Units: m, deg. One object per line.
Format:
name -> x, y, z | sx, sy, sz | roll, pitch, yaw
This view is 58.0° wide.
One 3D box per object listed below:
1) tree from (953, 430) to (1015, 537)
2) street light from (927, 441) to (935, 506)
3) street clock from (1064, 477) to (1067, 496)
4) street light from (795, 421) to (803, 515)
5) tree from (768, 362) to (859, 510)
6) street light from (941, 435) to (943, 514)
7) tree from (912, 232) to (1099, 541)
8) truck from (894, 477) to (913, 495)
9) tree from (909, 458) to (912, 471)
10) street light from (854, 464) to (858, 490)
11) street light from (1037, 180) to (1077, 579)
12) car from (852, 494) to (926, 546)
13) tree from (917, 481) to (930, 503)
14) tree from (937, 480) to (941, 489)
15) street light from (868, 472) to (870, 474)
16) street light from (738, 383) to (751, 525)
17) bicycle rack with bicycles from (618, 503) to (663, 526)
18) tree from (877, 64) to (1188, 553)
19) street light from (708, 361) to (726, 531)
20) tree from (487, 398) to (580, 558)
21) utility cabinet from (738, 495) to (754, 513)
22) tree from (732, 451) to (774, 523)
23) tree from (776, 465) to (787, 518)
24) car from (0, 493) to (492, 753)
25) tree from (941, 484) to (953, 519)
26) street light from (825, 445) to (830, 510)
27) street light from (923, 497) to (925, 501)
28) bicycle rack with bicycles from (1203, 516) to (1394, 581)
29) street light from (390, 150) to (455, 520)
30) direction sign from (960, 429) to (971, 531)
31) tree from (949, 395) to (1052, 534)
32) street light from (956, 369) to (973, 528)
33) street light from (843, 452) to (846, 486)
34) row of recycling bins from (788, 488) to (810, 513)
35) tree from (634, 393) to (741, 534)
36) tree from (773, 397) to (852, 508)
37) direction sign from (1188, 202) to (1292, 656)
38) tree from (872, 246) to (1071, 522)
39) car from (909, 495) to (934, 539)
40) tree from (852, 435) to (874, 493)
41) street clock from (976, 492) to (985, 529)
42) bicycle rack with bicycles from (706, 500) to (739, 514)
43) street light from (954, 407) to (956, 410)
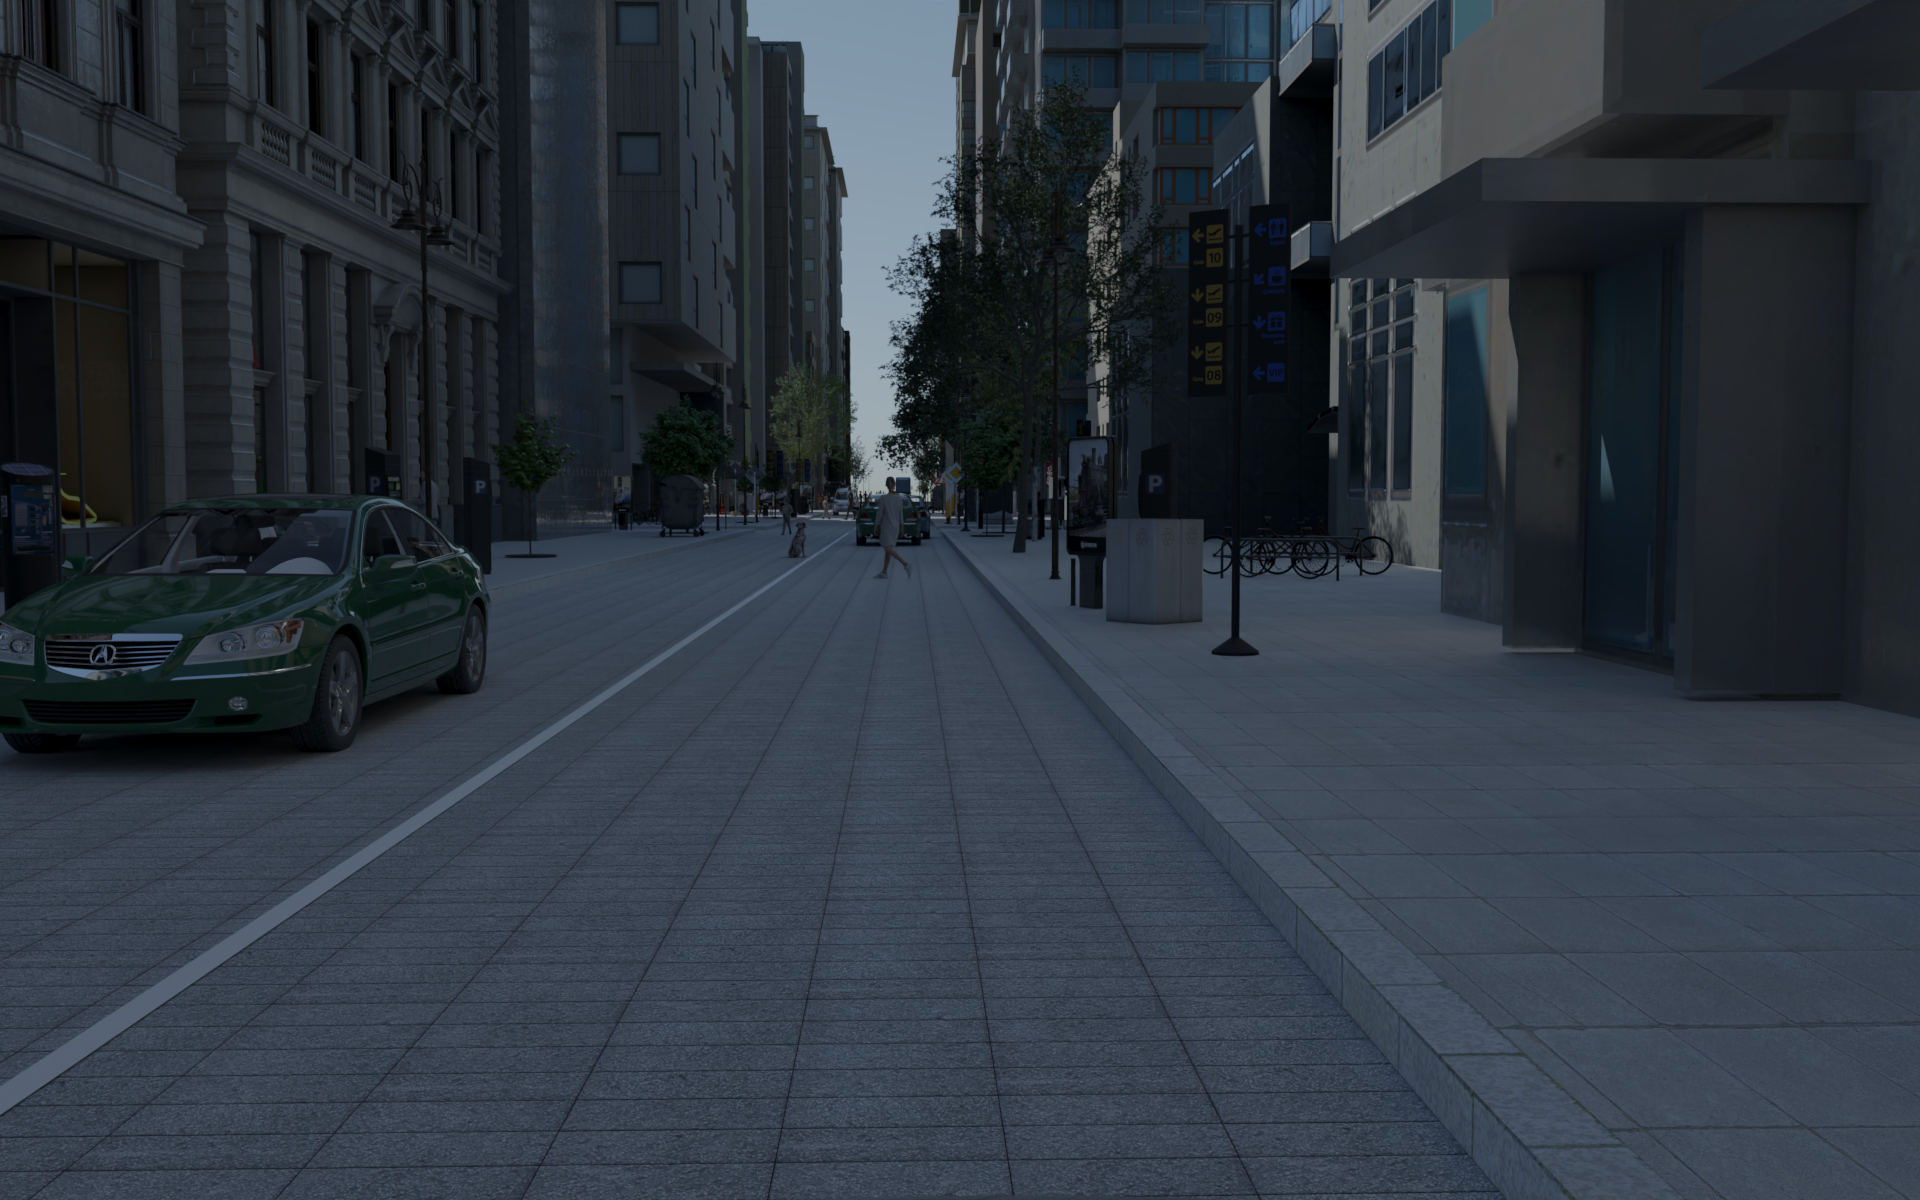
tree -> 0.787, -3.520, 52.159 | 1.663, 3.219, 1.824 | 0, 3, 0
street light -> -2.384, -10.801, 149.386 | 0.468, 5.910, 1.993 | 0, 4, -2
street clock -> 4.587, -4.187, 73.020 | 0.471, 2.002, 0.358 | 0, 4, 4
street light -> -9.958, -8.229, 107.330 | 0.468, 5.910, 1.993 | 0, 4, -2
tree -> -11.589, -12.941, 137.342 | 9.928, 11.665, 9.643 | 0, 3, 0
street light -> -1.074, -8.316, 108.750 | 0.468, 5.910, 1.993 | 0, 4, -2
tree -> 1.784, -5.891, 46.685 | 4.737, 8.622, 4.395 | 0, 3, 0
truck -> -8.804, -17.007, 267.821 | 2.967, 4.110, 18.799 | 0, 4, -2
tree -> -1.952, -11.663, 141.050 | 4.737, 8.622, 4.395 | 0, 3, 0
street light -> -13.796, -15.743, 230.190 | 0.468, 5.910, 1.993 | 0, 4, -2
street light -> 1.433, -3.250, 25.921 | 0.468, 5.910, 1.993 | 0, 4, -2
car -> -2.036, -2.305, 49.478 | 2.131, 1.459, 4.920 | 0, 4, -2
tree -> -5.720, -17.949, 288.068 | 1.663, 3.219, 1.824 | 0, 3, 0
tree -> -0.508, -6.420, 99.573 | 1.663, 3.219, 1.824 | 0, 3, 0
street light -> -15.875, -20.128, 301.885 | 0.468, 5.910, 1.993 | 0, 4, -2
street light -> -8.863, -6.022, 71.240 | 0.468, 5.910, 1.993 | 0, 4, -2
bicycle rack with bicycles -> -12.847, -3.556, 71.528 | 2.852, 0.926, 2.925 | -3, 4, -37
tree -> 1.626, -6.305, 37.504 | 7.601, 10.594, 8.767 | 1, 4, 13
street light -> -8.464, -5.358, 60.395 | 0.468, 5.910, 1.993 | 0, 4, -2
tree -> -8.840, -2.480, 35.143 | 1.663, 3.219, 1.824 | 0, 3, 0
utility cabinet -> -14.284, -6.381, 115.484 | 1.020, 1.237, 0.306 | 0, 4, -6
tree -> -9.602, -5.050, 77.176 | 1.663, 3.219, 1.824 | 0, 3, 0
tree -> -9.868, -5.942, 91.758 | 1.663, 3.219, 1.824 | 0, 3, 0
car -> -4.367, 0.042, 11.111 | 2.131, 1.459, 4.920 | 0, 4, -1
tree -> 0.007, -5.727, 88.231 | 1.663, 3.219, 1.824 | 0, 3, 0
street light -> -11.263, -10.676, 147.344 | 0.468, 5.910, 1.993 | 0, 4, -2
street light -> -3.449, -12.996, 185.269 | 0.468, 5.910, 1.993 | 0, 4, -2
bicycle rack with bicycles -> 5.049, -0.828, 26.925 | 2.925, 0.926, 2.852 | 2, 4, 25
street light -> -7.325, -3.118, 23.768 | 0.468, 5.910, 1.993 | 0, 4, -2
direction sign -> 0.183, -4.125, 59.434 | 0.379, 3.537, 0.876 | -1, 4, -17
tree -> 1.341, -4.466, 56.736 | 4.285, 4.588, 4.351 | 0, 3, 0
street light -> 0.222, -5.472, 62.262 | 0.468, 5.910, 1.993 | 0, 4, -2
street light -> -12.323, -12.903, 183.756 | 0.468, 5.910, 1.993 | 0, 4, -2
row of recycling bins -> -11.290, -6.990, 121.400 | 1.069, 1.692, 3.534 | -1, 4, -19
tree -> -8.872, -4.448, 56.440 | 4.285, 4.588, 4.351 | 0, 3, 0
tree -> -11.513, -10.947, 129.338 | 4.737, 8.622, 4.395 | 0, 3, 0
direction sign -> 2.205, -1.332, 13.772 | 0.876, 3.537, 0.379 | 2, 4, 35
tree -> 0.640, -9.983, 80.225 | 9.611, 12.733, 9.660 | 0, 3, 0
car -> -1.832, -2.704, 56.214 | 2.014, 1.417, 4.499 | 0, 4, -1
tree -> -13.118, -15.646, 206.173 | 4.737, 8.622, 4.395 | 0, 3, 0
street clock -> 0.754, -3.599, 63.413 | 0.358, 2.002, 0.471 | 0, 4, 3
bicycle rack with bicycles -> -15.101, -5.954, 110.735 | 2.852, 0.926, 2.925 | -1, 4, -16
street light -> -0.043, -6.084, 72.261 | 0.468, 5.910, 1.993 | 0, 4, -2
